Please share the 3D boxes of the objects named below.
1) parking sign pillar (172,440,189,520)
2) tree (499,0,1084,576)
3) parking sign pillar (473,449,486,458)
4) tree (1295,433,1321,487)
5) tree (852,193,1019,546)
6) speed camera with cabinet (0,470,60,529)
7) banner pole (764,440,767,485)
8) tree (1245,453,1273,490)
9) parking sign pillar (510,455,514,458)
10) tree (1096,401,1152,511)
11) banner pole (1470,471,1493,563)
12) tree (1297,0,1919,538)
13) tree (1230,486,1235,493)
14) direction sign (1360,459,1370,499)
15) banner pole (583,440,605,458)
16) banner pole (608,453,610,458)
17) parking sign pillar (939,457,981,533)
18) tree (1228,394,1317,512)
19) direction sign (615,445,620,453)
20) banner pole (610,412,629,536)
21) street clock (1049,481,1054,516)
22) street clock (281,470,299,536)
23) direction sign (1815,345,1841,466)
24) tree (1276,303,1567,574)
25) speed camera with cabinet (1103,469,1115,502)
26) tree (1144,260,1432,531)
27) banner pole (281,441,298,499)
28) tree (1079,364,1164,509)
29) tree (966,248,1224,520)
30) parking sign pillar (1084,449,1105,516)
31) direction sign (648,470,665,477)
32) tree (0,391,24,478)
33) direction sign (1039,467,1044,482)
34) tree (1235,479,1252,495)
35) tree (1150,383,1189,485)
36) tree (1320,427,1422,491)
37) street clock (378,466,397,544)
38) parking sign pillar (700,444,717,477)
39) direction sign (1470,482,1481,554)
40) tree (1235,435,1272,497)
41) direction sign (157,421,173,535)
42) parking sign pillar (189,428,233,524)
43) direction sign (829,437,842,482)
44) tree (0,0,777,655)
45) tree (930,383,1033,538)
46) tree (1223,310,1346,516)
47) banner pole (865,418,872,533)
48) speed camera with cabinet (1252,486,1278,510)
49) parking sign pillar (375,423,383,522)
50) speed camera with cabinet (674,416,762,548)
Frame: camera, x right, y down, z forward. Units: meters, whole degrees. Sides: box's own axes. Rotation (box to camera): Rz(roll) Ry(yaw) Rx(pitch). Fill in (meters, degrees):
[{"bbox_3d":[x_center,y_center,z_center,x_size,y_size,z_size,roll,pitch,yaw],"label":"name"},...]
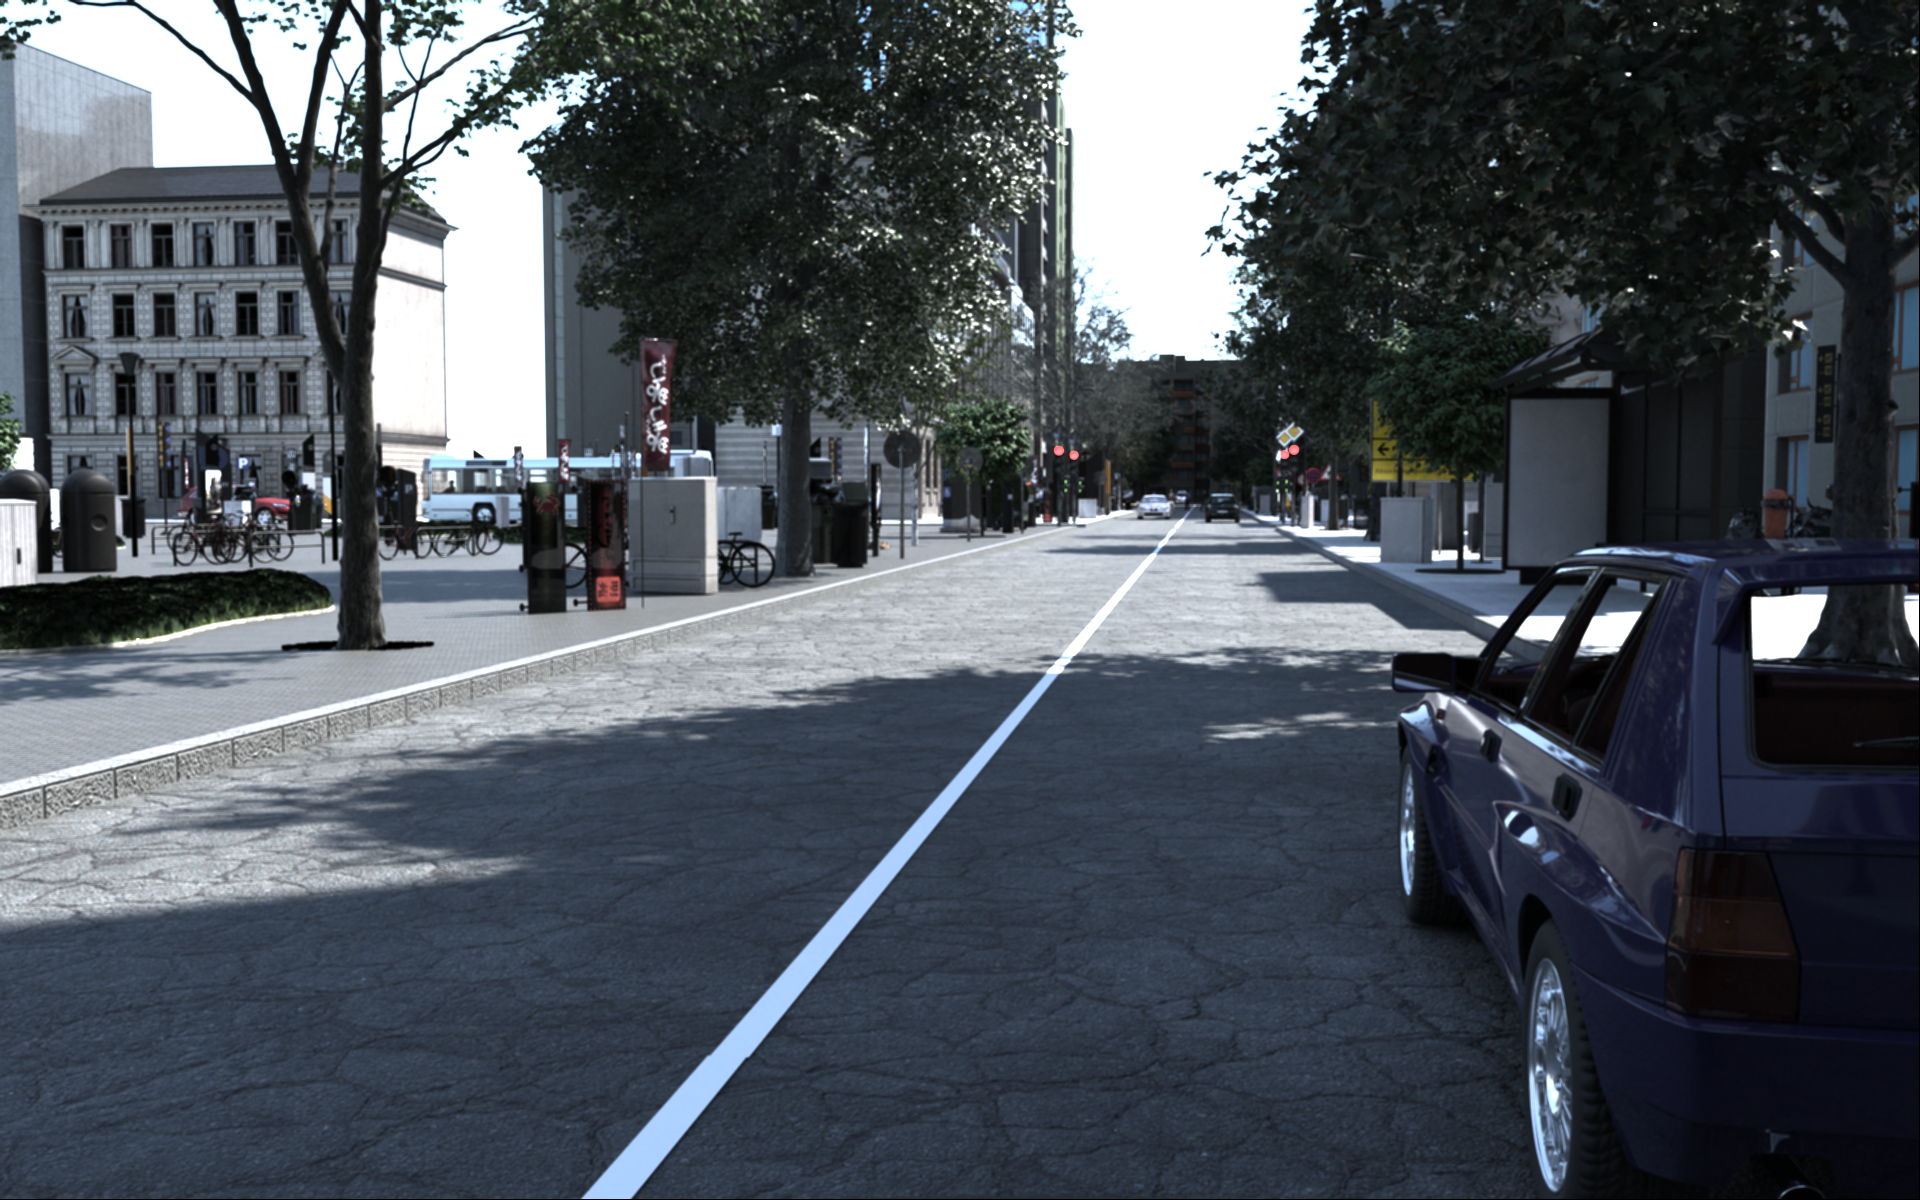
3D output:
[{"bbox_3d":[-38.551,-5.986,86.347,1.447,3.967,1.447,-2,4,-30],"label":"parking sign pillar"},{"bbox_3d":[-2.673,-7.365,27.073,9.857,13.997,8.962,0,3,0],"label":"tree"},{"bbox_3d":[-28.334,-7.024,103.306,1.447,3.967,1.447,-2,4,-33],"label":"parking sign pillar"},{"bbox_3d":[24.783,-10.030,114.346,4.737,8.622,4.395,0,3,0],"label":"tree"},{"bbox_3d":[-0.996,-5.638,42.542,4.737,8.622,4.395,0,3,0],"label":"tree"},{"bbox_3d":[-32.809,-4.067,60.831,2.038,3.252,0.660,0,4,1],"label":"speed camera with cabinet"},{"bbox_3d":[-9.012,-5.511,80.115,0.401,3.779,0.863,0,4,1],"label":"banner pole"},{"bbox_3d":[23.203,-9.022,131.219,4.285,4.588,4.351,0,3,0],"label":"tree"},{"bbox_3d":[-27.352,-7.153,105.429,1.447,3.967,1.447,2,4,33],"label":"parking sign pillar"},{"bbox_3d":[12.068,-10.890,128.419,4.360,8.622,3.978,0,3,0],"label":"tree"},{"bbox_3d":[9.685,-2.560,31.874,0.401,3.779,0.863,0,4,4],"label":"banner pole"},{"bbox_3d":[6.444,-5.826,12.255,9.611,12.733,9.660,0,3,0],"label":"tree"},{"bbox_3d":[34.124,-13.426,214.120,1.663,3.219,1.824,0,3,0],"label":"tree"},{"bbox_3d":[25.929,-7.260,110.696,0.876,3.537,0.379,-1,4,-20],"label":"direction sign"},{"bbox_3d":[-16.923,-5.486,79.714,0.863,3.779,0.401,1,4,13],"label":"banner pole"},{"bbox_3d":[-18.783,-6.330,93.512,0.401,3.779,0.863,1,4,21],"label":"banner pole"},{"bbox_3d":[0.043,-4.196,57.070,1.447,3.967,1.447,-3,5,-44],"label":"parking sign pillar"},{"bbox_3d":[22.682,-11.569,123.563,7.601,10.594,8.767,0,4,7],"label":"tree"},{"bbox_3d":[-15.611,-5.349,79.452,0.379,3.537,0.876,-2,4,-34],"label":"direction sign"},{"bbox_3d":[-10.301,-3.864,53.187,0.401,3.779,0.863,-2,4,-30],"label":"banner pole"},{"bbox_3d":[5.313,-5.815,99.647,0.358,2.002,0.471,2,4,35],"label":"street clock"},{"bbox_3d":[-20.464,-2.961,52.983,0.471,2.002,0.358,1,4,9],"label":"street clock"},{"bbox_3d":[13.283,-2.094,26.241,0.379,3.537,0.876,-1,4,-17],"label":"direction sign"},{"bbox_3d":[8.286,-2.731,28.361,4.285,4.588,4.351,0,3,0],"label":"tree"},{"bbox_3d":[11.849,-8.809,138.370,0.660,3.252,2.038,-1,4,-10],"label":"speed camera with cabinet"},{"bbox_3d":[12.882,-8.225,60.236,9.928,11.665,9.643,0,3,0],"label":"tree"},{"bbox_3d":[-31.953,-5.652,82.435,0.863,3.779,0.401,0,4,-2],"label":"banner pole"},{"bbox_3d":[14.149,-14.113,148.877,7.486,12.596,7.792,0,3,0],"label":"tree"},{"bbox_3d":[5.413,-10.736,85.904,12.009,13.543,11.850,0,3,0],"label":"tree"},{"bbox_3d":[7.961,-7.050,103.743,1.447,3.967,1.447,1,4,17],"label":"parking sign pillar"},{"bbox_3d":[-10.443,-4.125,59.438,0.876,3.537,0.379,2,4,34],"label":"direction sign"},{"bbox_3d":[-26.295,-3.784,45.576,4.285,4.588,4.351,0,3,0],"label":"tree"},{"bbox_3d":[6.610,-9.258,143.358,0.379,3.537,0.876,3,5,44],"label":"direction sign"},{"bbox_3d":[24.448,-9.200,145.019,1.663,3.219,1.824,0,3,0],"label":"tree"},{"bbox_3d":[20.339,-17.469,192.267,9.857,13.997,8.962,0,3,0],"label":"tree"},{"bbox_3d":[22.074,-8.703,92.650,4.737,8.622,4.395,0,3,0],"label":"tree"},{"bbox_3d":[-14.778,-2.461,44.811,0.471,2.002,0.358,0,4,2],"label":"street clock"},{"bbox_3d":[-13.272,-6.387,92.902,1.447,3.967,1.447,-2,4,-28],"label":"parking sign pillar"},{"bbox_3d":[11.237,-2.776,37.377,0.876,3.537,0.379,0,4,6],"label":"direction sign"},{"bbox_3d":[27.997,-13.151,165.374,4.360,8.622,3.978,0,3,0],"label":"tree"},{"bbox_3d":[-24.918,-3.809,54.273,0.379,3.537,0.876,0,4,-1],"label":"direction sign"},{"bbox_3d":[-30.593,-5.051,71.058,1.447,3.967,1.447,-2,4,-34],"label":"parking sign pillar"},{"bbox_3d":[-4.985,-4.730,69.327,0.379,3.537,0.876,2,4,30],"label":"direction sign"},{"bbox_3d":[-5.078,-5.392,13.922,9.928,11.665,9.643,0,3,0],"label":"tree"},{"bbox_3d":[0.708,-4.162,51.770,4.285,4.588,4.351,0,3,0],"label":"tree"},{"bbox_3d":[18.500,-11.656,100.939,12.009,13.543,11.850,0,3,0],"label":"tree"},{"bbox_3d":[-3.070,-4.112,57.251,0.401,3.779,0.863,-1,4,-14],"label":"banner pole"},{"bbox_3d":[24.527,-8.863,139.250,2.038,3.252,0.660,3,4,36],"label":"speed camera with cabinet"},{"bbox_3d":[-22.034,-4.704,65.390,1.447,3.967,1.447,-1,4,-19],"label":"parking sign pillar"},{"bbox_3d":[-5.788,-2.882,41.464,2.038,3.252,0.660,-2,4,-33],"label":"speed camera with cabinet"}]
